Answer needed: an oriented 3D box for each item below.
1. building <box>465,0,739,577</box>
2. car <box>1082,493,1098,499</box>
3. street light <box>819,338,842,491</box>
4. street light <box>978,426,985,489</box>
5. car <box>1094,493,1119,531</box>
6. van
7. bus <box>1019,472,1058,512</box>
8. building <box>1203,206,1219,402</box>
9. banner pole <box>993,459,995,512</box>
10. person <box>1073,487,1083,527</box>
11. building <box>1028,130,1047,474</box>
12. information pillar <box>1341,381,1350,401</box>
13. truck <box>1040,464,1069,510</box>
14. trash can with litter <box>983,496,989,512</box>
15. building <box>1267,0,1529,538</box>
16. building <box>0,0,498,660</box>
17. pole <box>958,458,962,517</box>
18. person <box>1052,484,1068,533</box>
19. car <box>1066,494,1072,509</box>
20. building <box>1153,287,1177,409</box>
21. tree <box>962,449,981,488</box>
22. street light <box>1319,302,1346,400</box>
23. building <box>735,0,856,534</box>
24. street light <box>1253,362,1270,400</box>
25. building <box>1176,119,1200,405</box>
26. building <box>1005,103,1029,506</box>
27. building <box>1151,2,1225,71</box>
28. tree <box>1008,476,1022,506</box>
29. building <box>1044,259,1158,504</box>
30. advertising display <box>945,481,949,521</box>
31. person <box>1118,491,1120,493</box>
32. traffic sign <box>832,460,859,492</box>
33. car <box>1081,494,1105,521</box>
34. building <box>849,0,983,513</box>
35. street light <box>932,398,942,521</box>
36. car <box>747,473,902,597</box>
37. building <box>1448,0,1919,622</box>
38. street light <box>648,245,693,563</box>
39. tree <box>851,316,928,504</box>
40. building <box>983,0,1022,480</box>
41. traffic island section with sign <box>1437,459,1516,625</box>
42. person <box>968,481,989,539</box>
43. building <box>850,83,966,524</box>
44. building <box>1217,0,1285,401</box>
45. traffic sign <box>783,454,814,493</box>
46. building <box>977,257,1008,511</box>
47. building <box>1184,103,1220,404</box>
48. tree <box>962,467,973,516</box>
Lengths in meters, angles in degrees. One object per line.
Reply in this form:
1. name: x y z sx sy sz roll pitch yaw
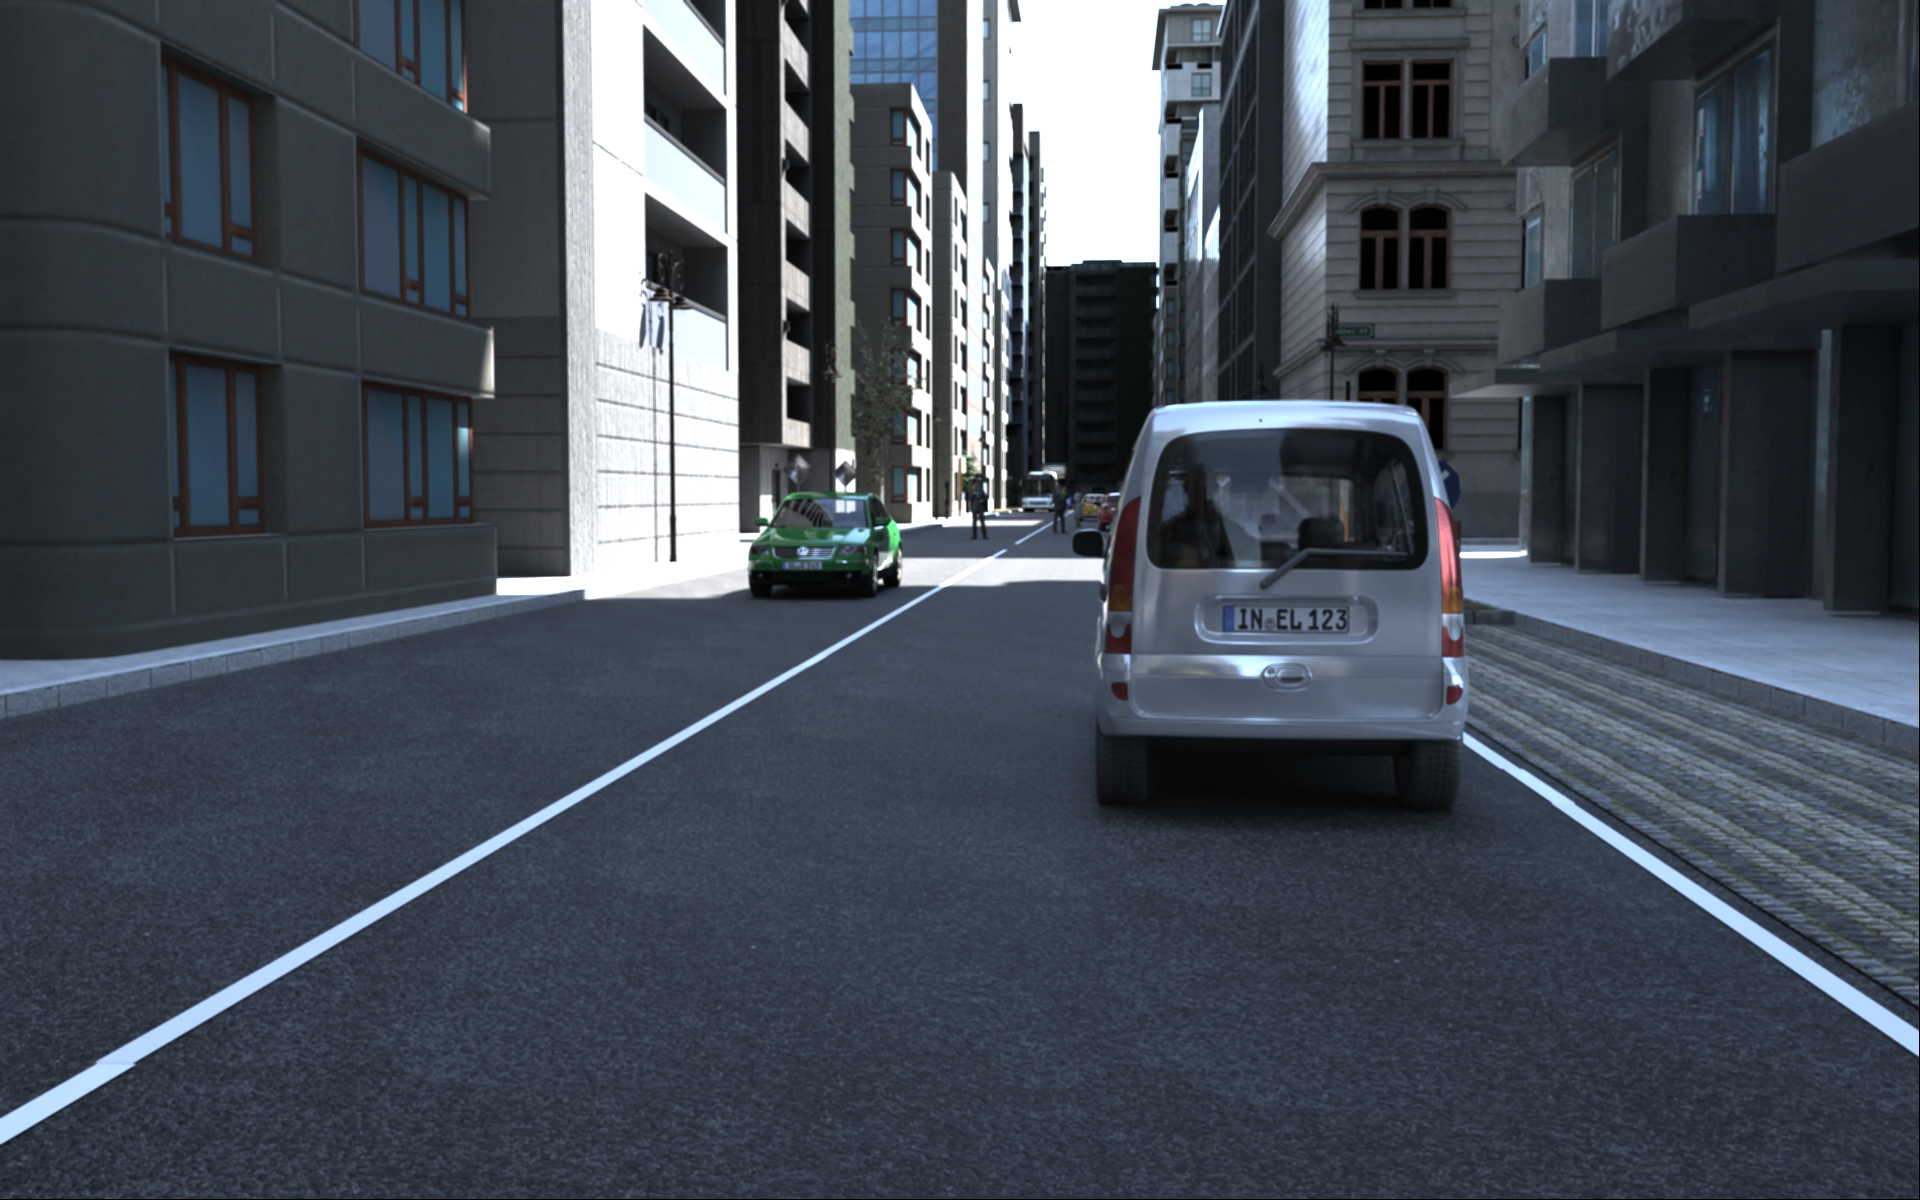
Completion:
1. building: -19.379 -30.130 34.622 28.212 58.520 21.231 0 4 5
2. car: 11.139 -8.236 143.699 2.155 1.783 4.494 0 4 4
3. street light: -3.836 -4.816 51.522 0.468 5.910 1.993 0 4 5
4. street light: 1.460 -8.731 115.542 0.468 5.910 1.993 0 4 5
5. car: 6.377 -3.629 68.375 2.155 1.783 4.494 0 4 3
6. van: 1.583 -0.140 9.294 2.013 2.044 4.112 0 4 6
7. bus: 6.499 -8.878 140.021 2.948 3.499 13.247 0 4 4
8. building: 19.222 -14.766 96.176 10.420 20.320 16.860 0 4 5
9. banner pole: 2.416 -8.096 122.389 0.401 3.779 0.863 0 4 -1
10. person: 5.057 -4.042 75.157 0.524 1.755 0.480 3 5 44
11. building: 0.072 -36.546 221.229 21.600 48.544 21.300 0 4 5
12. information pillar: 7.998 -2.732 36.022 0.183 3.616 0.504 0 4 -1
13. truck: 8.796 -10.589 162.050 2.839 4.237 11.283 0 4 4
14. trash can with litter: 1.777 -6.962 125.212 0.624 1.170 1.055 0 4 6
15. building: 22.092 -16.371 55.064 23.554 28.519 14.401 0 4 5
16. building: -20.895 -9.987 8.331 27.650 21.520 28.899 0 4 5
17. pole: 0.005 -6.305 96.937 0.158 3.312 0.155 0 3 0
18. person: 3.690 -3.357 63.558 0.590 1.801 0.661 3 5 45
19. car: 10.218 -9.963 172.490 1.945 1.707 3.694 0 4 6
20. building: 31.883 -19.130 157.820 27.650 21.520 28.899 0 4 5
21. tree: -0.276 -7.591 107.820 4.285 4.588 4.351 0 3 0
22. street light: 8.977 -4.225 41.867 0.468 5.910 1.993 0 4 5
23. building: -11.528 -17.543 58.535 14.160 30.474 14.107 0 4 5
24. street light: 10.528 -5.375 60.672 0.468 5.910 1.993 0 4 5
25. building: 24.070 -22.301 136.326 14.160 30.474 14.107 0 4 5
26. building: 0.303 -33.347 195.337 14.200 45.320 14.600 0 4 5
27. building: 35.069 -36.444 185.096 28.713 52.752 27.495 0 4 5
28. tree: 6.296 -11.799 187.517 1.663 3.219 1.824 0 3 0
29. building: 17.509 -27.173 215.987 14.107 30.474 14.160 0 4 5
30. advertising display: -0.640 -4.788 83.490 0.123 1.923 0.974 0 4 -4
31. person: 14.485 -9.034 156.940 1.217 1.736 0.721 -2 4 -32
32. traffic sign: -3.391 -2.916 51.314 0.795 2.450 0.064 0 4 5
33. car: 7.247 -5.058 92.917 2.015 1.641 3.980 0 4 4
34. building: -5.849 -28.541 116.757 14.600 45.320 14.200 0 4 5
35. street light: -1.132 -6.758 83.278 0.468 5.910 1.993 0 4 5
36. car: -1.923 -1.022 25.500 1.959 1.807 4.718 0 4 5
37. building: 20.011 -24.540 20.833 23.786 49.044 30.456 0 4 5
38. street light: -5.384 -3.644 32.364 0.468 5.910 1.993 0 4 5
39. tree: -3.442 -7.383 71.070 4.360 8.622 3.978 0 3 0
40. building: -8.858 -35.467 169.126 28.713 52.752 27.495 0 4 5
41. traffic island section with sign: 5.135 -0.685 19.836 1.989 1.847 2.006 0 4 5
42. person: 0.596 -2.868 55.199 0.655 1.846 0.447 0 4 3
43. building: -14.626 -14.897 88.608 27.650 21.520 28.899 0 4 5
44. building: 18.979 -17.211 74.902 14.314 27.812 24.014 0 4 5
45. traffic sign: -4.045 -2.429 43.355 0.795 2.450 0.064 0 4 5
46. building: -10.671 -18.162 141.989 27.650 21.520 28.899 0 4 5
47. building: 21.402 -18.138 114.576 12.078 24.808 19.932 0 4 5
48. tree: -0.053 -6.677 103.765 1.663 3.219 1.824 0 3 0
